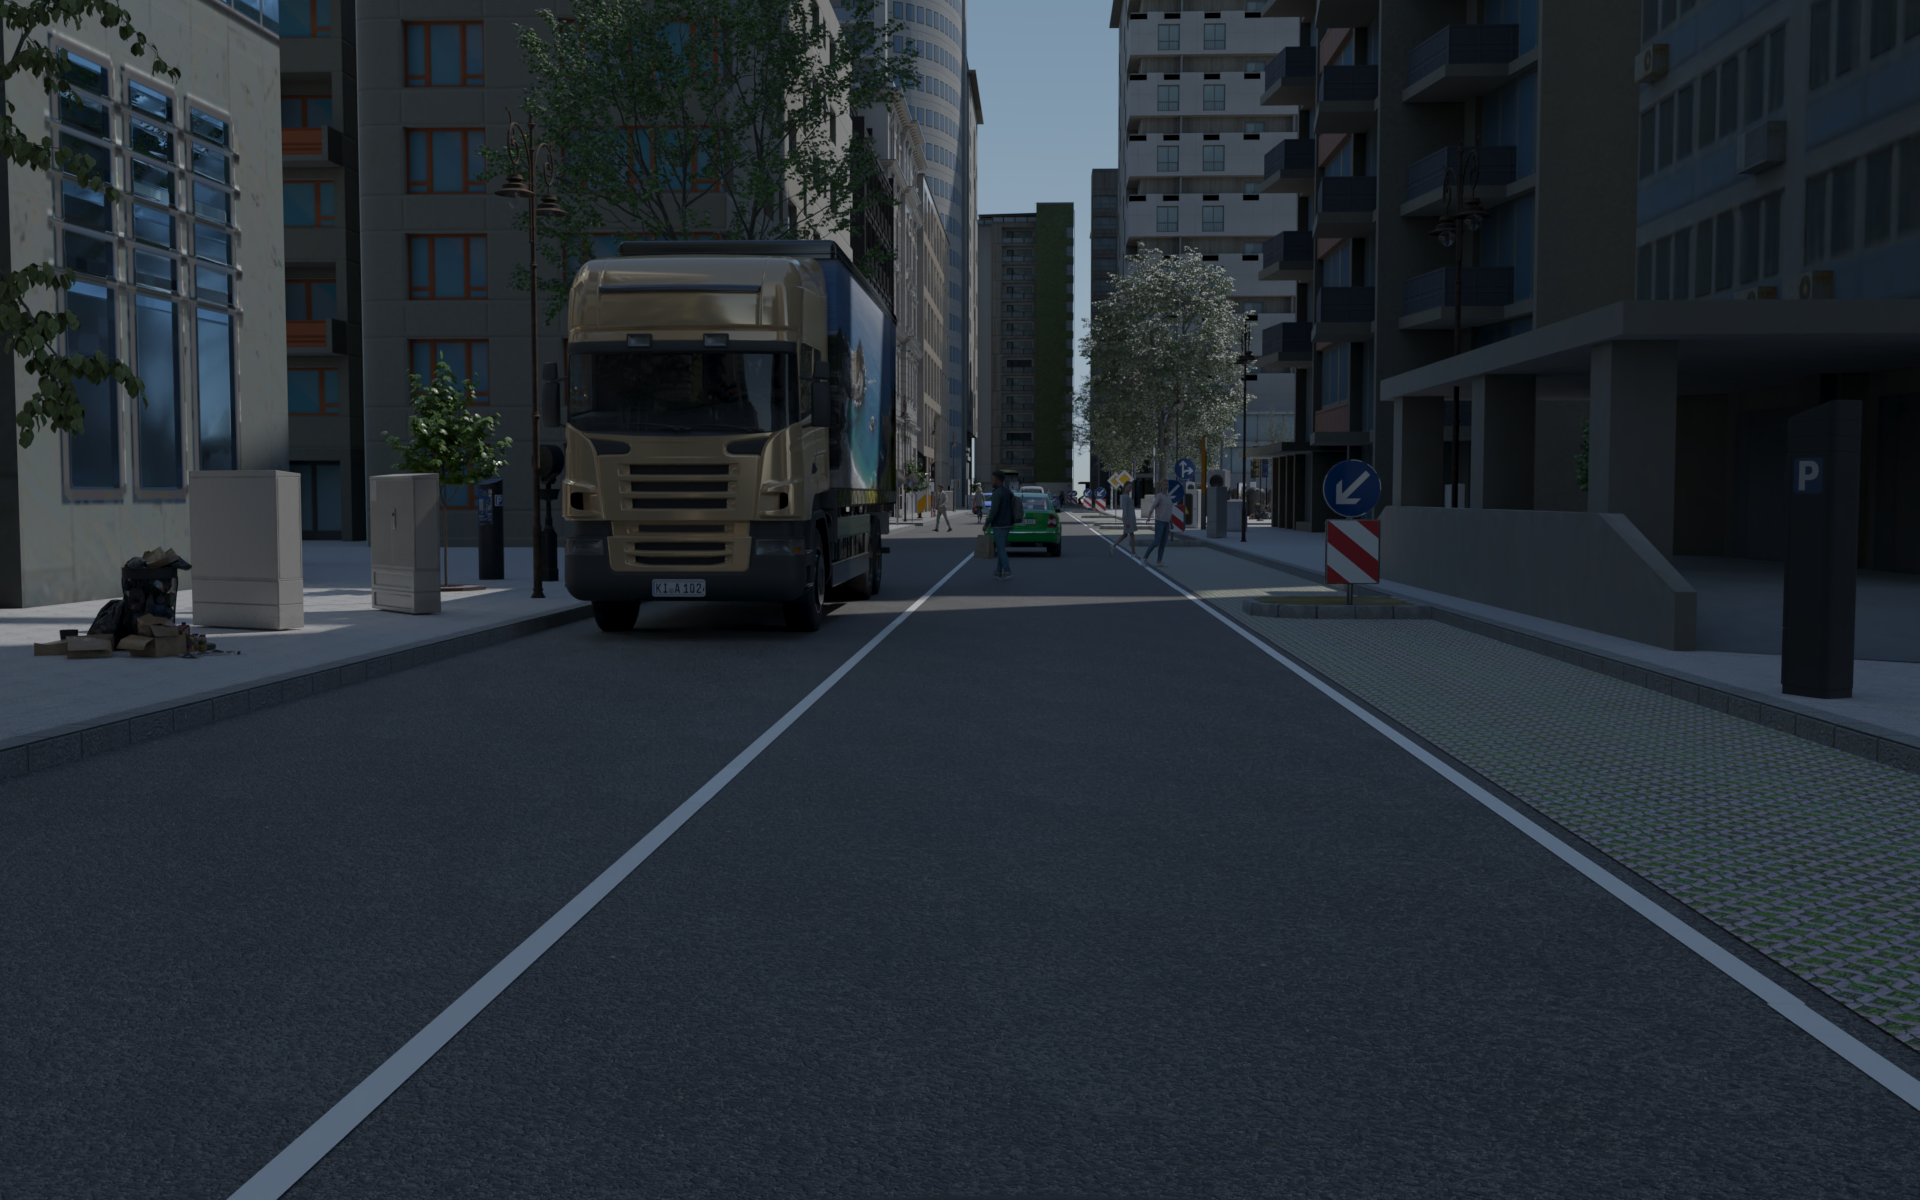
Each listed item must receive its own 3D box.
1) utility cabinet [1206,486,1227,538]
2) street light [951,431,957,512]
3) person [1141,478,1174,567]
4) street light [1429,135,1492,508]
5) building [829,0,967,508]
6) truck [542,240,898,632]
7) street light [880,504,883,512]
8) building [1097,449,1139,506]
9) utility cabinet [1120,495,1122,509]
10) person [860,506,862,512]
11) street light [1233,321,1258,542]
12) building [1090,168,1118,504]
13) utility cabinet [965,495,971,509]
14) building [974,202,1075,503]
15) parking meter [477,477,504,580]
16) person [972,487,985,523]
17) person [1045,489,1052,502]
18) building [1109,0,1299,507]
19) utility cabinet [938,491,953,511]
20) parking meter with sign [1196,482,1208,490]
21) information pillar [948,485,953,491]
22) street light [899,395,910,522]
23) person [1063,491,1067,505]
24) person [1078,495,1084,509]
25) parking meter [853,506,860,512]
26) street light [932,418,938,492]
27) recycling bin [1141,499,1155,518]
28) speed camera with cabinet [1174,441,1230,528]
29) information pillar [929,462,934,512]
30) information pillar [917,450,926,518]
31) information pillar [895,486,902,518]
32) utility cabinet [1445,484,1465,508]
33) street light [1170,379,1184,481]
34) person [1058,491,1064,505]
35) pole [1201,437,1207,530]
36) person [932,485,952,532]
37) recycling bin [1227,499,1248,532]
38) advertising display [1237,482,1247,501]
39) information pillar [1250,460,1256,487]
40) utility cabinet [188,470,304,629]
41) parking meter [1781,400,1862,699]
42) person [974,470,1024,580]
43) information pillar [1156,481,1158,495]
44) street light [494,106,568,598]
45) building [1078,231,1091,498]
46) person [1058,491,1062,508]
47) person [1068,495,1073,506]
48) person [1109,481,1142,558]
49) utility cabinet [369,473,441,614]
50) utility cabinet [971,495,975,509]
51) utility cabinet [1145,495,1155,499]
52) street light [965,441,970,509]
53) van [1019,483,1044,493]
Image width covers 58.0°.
[{"bbox_3d":[7.515,-2.571,50.714,0.318,1.500,1.173,2,4,24],"label":"utility cabinet"},{"bbox_3d":[-0.467,-9.394,126.383,0.468,5.910,1.993,0,4,3],"label":"street light"},{"bbox_3d":[3.794,-1.503,33.742,0.598,1.740,0.731,2,4,29],"label":"person"},{"bbox_3d":[6.554,-3.061,22.843,0.468,5.910,1.993,0,4,3],"label":"street light"},{"bbox_3d":[-10.412,-38.262,167.580,21.231,58.520,28.212,0,4,3],"label":"building"},{"bbox_3d":[-2.464,-1.991,21.467,2.839,4.237,11.283,0,4,3],"label":"truck"},{"bbox_3d":[-3.072,-5.816,67.876,0.468,5.910,1.993,0,4,3],"label":"street light"},{"bbox_3d":[27.320,-53.999,195.556,22.319,86.520,31.000,0,4,3],"label":"building"},{"bbox_3d":[14.143,-8.589,151.588,0.306,1.237,1.020,0,4,4],"label":"utility cabinet"},{"bbox_3d":[-4.192,-3.820,73.547,0.523,1.515,0.503,-2,4,-34],"label":"person"},{"bbox_3d":[7.609,-4.497,46.306,0.468,5.910,1.993,0,4,3],"label":"street light"},{"bbox_3d":[23.508,-32.786,219.638,14.154,41.232,14.086,0,4,3],"label":"building"},{"bbox_3d":[0.587,-8.603,151.826,0.306,1.237,1.020,0,4,3],"label":"utility cabinet"},{"bbox_3d":[9.030,-34.324,244.787,14.086,41.232,14.154,0,4,3],"label":"building"},{"bbox_3d":[-7.039,-1.075,25.986,0.372,1.533,0.369,0,3,0],"label":"parking meter"},{"bbox_3d":[0.885,-4.710,85.698,0.709,1.800,0.728,0,4,-4],"label":"person"},{"bbox_3d":[6.472,-7.304,127.943,0.581,1.822,0.654,1,4,11],"label":"person"},{"bbox_3d":[29.228,-35.354,167.276,28.713,52.752,27.495,0,4,3],"label":"building"},{"bbox_3d":[-1.072,-7.432,130.188,1.173,1.500,0.318,0,4,6],"label":"utility cabinet"},{"bbox_3d":[15.497,-7.014,110.946,1.738,3.016,0.543,3,5,41],"label":"parking meter with sign"},{"bbox_3d":[-0.803,-8.301,140.220,0.304,2.012,0.304,2,4,35],"label":"information pillar"},{"bbox_3d":[-2.534,-6.557,79.992,0.468,5.910,1.993,0,4,3],"label":"street light"},{"bbox_3d":[13.527,-13.338,226.560,1.348,1.826,0.705,2,4,23],"label":"person"},{"bbox_3d":[11.634,-9.400,165.381,0.799,1.438,0.628,0,4,5],"label":"person"},{"bbox_3d":[-3.610,-3.130,59.589,0.372,1.533,0.369,0,3,0],"label":"parking meter"},{"bbox_3d":[-1.501,-7.974,103.170,0.468,5.910,1.993,0,4,3],"label":"street light"},{"bbox_3d":[10.119,-4.920,92.996,0.722,1.027,0.722,1,4,15],"label":"recycling bin"},{"bbox_3d":[9.057,-4.313,64.850,2.038,3.252,0.660,2,4,30],"label":"speed camera with cabinet"},{"bbox_3d":[-1.950,-7.985,121.915,0.504,3.616,0.183,-1,4,-16],"label":"information pillar"},{"bbox_3d":[-2.028,-6.091,90.941,0.504,3.616,0.183,0,4,-5],"label":"information pillar"},{"bbox_3d":[-3.329,-5.471,93.947,0.304,2.012,0.304,2,4,31],"label":"information pillar"},{"bbox_3d":[10.619,-1.747,37.240,0.318,1.500,1.173,1,4,22],"label":"utility cabinet"},{"bbox_3d":[8.709,-5.914,69.480,0.468,5.910,1.993,0,4,3],"label":"street light"},{"bbox_3d":[12.874,-12.910,219.583,0.705,1.823,1.348,3,4,37],"label":"person"},{"bbox_3d":[8.787,-4.194,62.419,0.158,3.312,0.155,0,3,0],"label":"pole"},{"bbox_3d":[-0.664,-3.475,65.589,0.850,1.792,0.678,-2,4,-34],"label":"person"},{"bbox_3d":[9.459,-2.860,59.310,0.722,1.027,0.722,1,4,14],"label":"recycling bin"},{"bbox_3d":[15.421,-5.479,94.790,0.123,1.923,0.974,3,4,36],"label":"advertising display"},{"bbox_3d":[19.853,-7.708,117.376,0.183,3.616,0.504,-2,4,-33],"label":"information pillar"},{"bbox_3d":[-6.794,-0.478,16.502,1.173,1.500,0.318,2,4,27],"label":"utility cabinet"},{"bbox_3d":[5.452,-0.323,10.986,0.255,1.863,0.399,-1,4,-20],"label":"parking meter"},{"bbox_3d":[0.635,-1.243,28.804,0.794,1.824,0.713,-3,5,-40],"label":"person"},{"bbox_3d":[11.463,-5.837,99.932,0.304,2.012,0.304,-3,5,-42],"label":"information pillar"},{"bbox_3d":[-5.211,-2.962,21.216,0.468,5.910,1.993,0,4,3],"label":"street light"},{"bbox_3d":[31.472,-36.271,247.654,28.867,44.769,22.147,0,4,3],"label":"building"},{"bbox_3d":[9.994,-10.072,173.631,0.568,1.767,0.683,-1,4,-15],"label":"person"},{"bbox_3d":[12.886,-11.518,200.038,0.991,1.433,0.599,2,4,25],"label":"person"},{"bbox_3d":[3.738,-1.818,38.968,0.760,1.731,0.466,-1,4,-22],"label":"person"},{"bbox_3d":[-6.028,-0.617,18.767,0.318,1.500,1.173,-3,5,-40],"label":"utility cabinet"},{"bbox_3d":[1.058,-8.677,153.038,0.306,1.237,1.020,1,4,19],"label":"utility cabinet"},{"bbox_3d":[13.215,-6.647,119.841,0.306,1.237,1.020,-3,4,-37],"label":"utility cabinet"},{"bbox_3d":[0.662,-10.812,149.556,0.468,5.910,1.993,0,4,3],"label":"street light"},{"bbox_3d":[3.996,-5.490,96.772,2.013,2.044,4.112,0,4,3],"label":"van"}]
